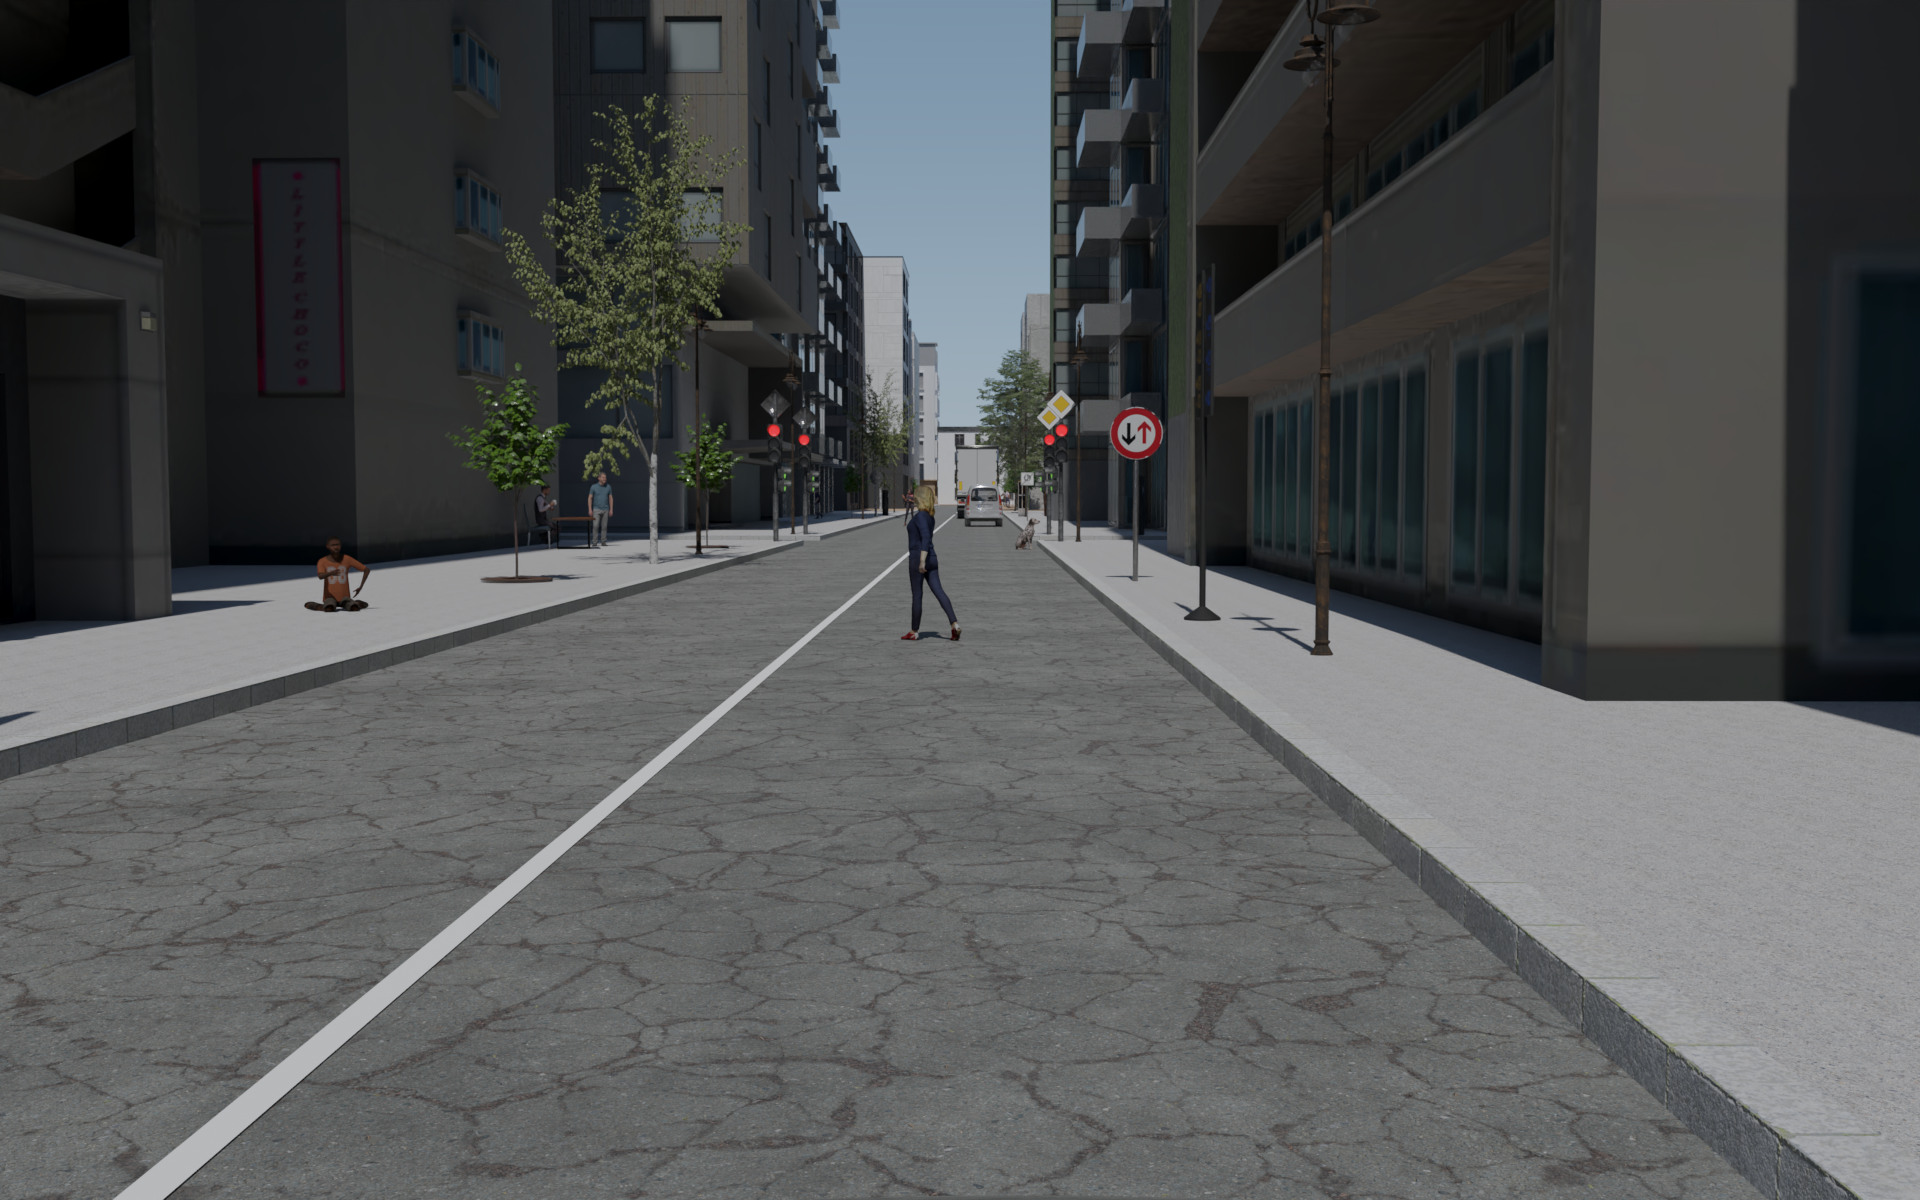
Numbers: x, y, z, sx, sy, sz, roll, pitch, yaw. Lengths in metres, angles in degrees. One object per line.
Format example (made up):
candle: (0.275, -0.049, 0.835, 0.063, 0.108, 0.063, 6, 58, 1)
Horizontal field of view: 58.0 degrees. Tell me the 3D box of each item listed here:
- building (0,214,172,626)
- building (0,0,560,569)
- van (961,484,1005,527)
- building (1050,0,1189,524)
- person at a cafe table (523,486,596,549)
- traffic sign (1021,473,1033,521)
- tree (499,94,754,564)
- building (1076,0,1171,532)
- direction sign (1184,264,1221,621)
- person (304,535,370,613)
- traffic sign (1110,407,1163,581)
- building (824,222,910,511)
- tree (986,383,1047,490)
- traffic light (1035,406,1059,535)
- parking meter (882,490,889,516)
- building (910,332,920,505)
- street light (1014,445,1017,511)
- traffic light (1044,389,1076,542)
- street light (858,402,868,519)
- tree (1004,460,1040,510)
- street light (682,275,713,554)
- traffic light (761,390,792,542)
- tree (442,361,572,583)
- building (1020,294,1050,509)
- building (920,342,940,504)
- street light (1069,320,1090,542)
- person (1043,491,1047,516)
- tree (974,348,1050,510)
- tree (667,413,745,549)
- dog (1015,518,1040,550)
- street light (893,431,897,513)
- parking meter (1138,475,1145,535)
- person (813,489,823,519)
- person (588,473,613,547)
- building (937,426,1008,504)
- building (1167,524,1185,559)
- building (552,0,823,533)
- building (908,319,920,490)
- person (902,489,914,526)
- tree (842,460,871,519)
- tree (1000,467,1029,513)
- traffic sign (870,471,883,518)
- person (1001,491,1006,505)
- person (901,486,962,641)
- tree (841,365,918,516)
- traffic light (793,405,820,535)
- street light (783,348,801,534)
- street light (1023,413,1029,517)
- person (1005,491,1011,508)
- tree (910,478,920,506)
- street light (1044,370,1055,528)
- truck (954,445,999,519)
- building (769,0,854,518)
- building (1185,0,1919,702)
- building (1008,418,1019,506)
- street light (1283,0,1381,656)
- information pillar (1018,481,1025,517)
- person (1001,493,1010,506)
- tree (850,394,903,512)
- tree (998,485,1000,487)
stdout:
building: (-18.576, -35.075, 11.726, 20.563, 71.187, 20.611, 0, 4, 1)
building: (-21.273, -25.101, 34.095, 21.600, 48.544, 21.300, 0, 4, 1)
van: (1.037, -4.296, 77.251, 2.013, 2.044, 4.112, 0, 4, -1)
building: (11.546, -24.734, 87.996, 14.154, 41.232, 14.086, 0, 4, 1)
person at a cafe table: (-9.389, -1.962, 40.591, 1.622, 1.524, 1.698, -1, 4, -14)
traffic sign: (3.230, -4.954, 83.123, 0.606, 2.300, 0.079, 0, 4, 2)
tree: (-5.835, -4.965, 31.544, 4.737, 8.622, 4.395, 0, 3, 0)
building: (19.786, -27.334, 66.519, 30.456, 49.044, 23.786, 0, 4, 1)
direction sign: (2.470, -1.563, 17.553, 0.379, 3.537, 0.876, 0, 4, -2)
person: (-6.760, -0.280, 18.915, 0.859, 0.850, 0.655, -2, 4, -27)
traffic sign: (2.581, -1.548, 25.412, 0.768, 2.556, 0.104, 0, 4, 2)
building: (-18.868, -18.527, 146.887, 27.936, 21.610, 32.646, 0, 4, 1)
tree: (3.798, -9.992, 113.738, 4.360, 8.622, 3.978, 0, 3, 0)
traffic light: (2.791, -4.019, 54.630, 0.839, 4.253, 0.868, 0, 4, 1)
parking meter: (-4.406, -5.743, 102.309, 0.372, 1.533, 0.369, 0, 3, 0)
building: (-20.647, -20.227, 197.176, 31.486, 18.905, 16.747, 0, 4, 1)
street light: (4.122, -9.580, 129.415, 0.468, 5.910, 1.993, 0, 4, 1)
traffic light: (2.702, -3.531, 46.645, 0.839, 4.253, 0.868, 0, 4, 1)
street light: (-4.910, -7.005, 87.311, 0.468, 5.910, 1.993, 0, 4, 1)
tree: (5.323, -9.790, 143.773, 4.285, 4.588, 4.351, 0, 3, 0)
street light: (-5.568, -3.911, 36.738, 0.468, 5.910, 1.993, 0, 4, 1)
traffic light: (-4.959, -3.535, 46.714, 0.839, 4.253, 0.868, 0, 4, 1)
tree: (-6.381, -1.869, 25.162, 1.663, 3.219, 1.824, 0, 3, 0)
building: (14.365, -18.035, 161.331, 16.747, 18.905, 31.486, 0, 4, 1)
building: (-8.462, -22.390, 222.489, 11.380, 20.091, 16.016, 0, 4, 1)
street light: (3.175, -4.495, 46.276, 0.468, 5.910, 1.993, 0, 4, 1)
person: (4.989, -5.604, 99.932, 0.388, 1.546, 0.482, -1, 4, -21)
tree: (4.877, -13.271, 135.115, 7.486, 12.596, 7.792, 0, 3, 0)
tree: (-6.074, -2.855, 41.274, 1.663, 3.219, 1.824, 0, 3, 0)
dog: (1.658, -1.714, 44.857, 0.513, 0.831, 0.800, -2, 4, -28)
street light: (-4.550, -8.987, 119.732, 0.468, 5.910, 1.993, 0, 4, 1)
parking meter: (5.586, -2.950, 53.949, 0.255, 1.863, 0.399, 1, 4, 23)
person: (-7.318, -4.956, 89.277, 0.471, 1.553, 0.569, 1, 4, 23)
person: (-8.806, -2.219, 42.452, 0.598, 1.807, 0.434, -1, 4, -14)
building: (11.227, -16.961, 219.463, 28.070, 9.664, 9.099, 0, 4, 1)
building: (11.501, -21.656, 37.673, 14.154, 41.232, 14.086, 0, 4, 1)
building: (-20.055, -29.270, 67.806, 28.713, 52.752, 27.495, 0, 4, 1)
building: (-12.384, -19.123, 169.083, 16.016, 20.091, 11.380, 0, 4, 1)
person: (-2.276, -4.107, 77.122, 0.593, 1.643, 0.415, -1, 4, -21)
tree: (-5.665, -5.814, 89.661, 1.663, 3.219, 1.824, 0, 3, 0)
tree: (3.951, -7.532, 117.742, 1.663, 3.219, 1.824, 0, 3, 0)
traffic sign: (-4.555, -5.769, 94.423, 0.768, 2.556, 0.104, 1, 4, 9)
person: (5.139, -11.748, 198.826, 1.217, 1.736, 0.721, 3, 4, 39)
person: (-0.283, -0.359, 16.919, 0.613, 1.512, 0.480, 0, 4, 3)
tree: (-4.618, -9.128, 99.605, 4.737, 8.622, 4.395, 0, 3, 0)
traffic light: (-4.870, -4.023, 54.699, 0.839, 4.253, 0.868, 0, 4, 1)
street light: (-5.318, -5.029, 55.006, 0.468, 5.910, 1.993, 0, 4, 1)
street light: (3.679, -7.584, 96.781, 0.468, 5.910, 1.993, 0, 4, 1)
person: (4.563, -9.640, 164.594, 0.436, 1.711, 0.756, -1, 4, -21)
tree: (-4.959, -11.807, 187.646, 1.663, 3.219, 1.824, 0, 3, 0)
street light: (3.346, -5.608, 64.475, 0.468, 5.910, 1.993, 0, 4, 1)
truck: (1.023, -7.066, 104.441, 2.839, 4.237, 11.283, 0, 4, 0)
building: (-18.960, -29.676, 104.816, 23.786, 49.044, 30.456, 0, 4, 1)
building: (14.640, -24.214, 19.605, 21.300, 48.544, 21.600, 0, 4, 1)
building: (10.372, -15.244, 191.381, 9.099, 9.664, 28.070, 0, 4, 1)
street light: (2.885, -2.498, 13.635, 0.468, 5.910, 1.993, 0, 4, 1)
information pillar: (3.529, -5.777, 98.948, 0.304, 2.012, 0.304, 3, 4, 37)
person: (4.891, -10.993, 186.505, 1.217, 1.736, 0.721, 2, 4, 32)
tree: (-5.826, -10.670, 124.815, 4.360, 8.622, 3.978, 0, 3, 0)
tree: (4.768, -10.003, 158.158, 1.663, 3.219, 1.824, 0, 3, 0)
